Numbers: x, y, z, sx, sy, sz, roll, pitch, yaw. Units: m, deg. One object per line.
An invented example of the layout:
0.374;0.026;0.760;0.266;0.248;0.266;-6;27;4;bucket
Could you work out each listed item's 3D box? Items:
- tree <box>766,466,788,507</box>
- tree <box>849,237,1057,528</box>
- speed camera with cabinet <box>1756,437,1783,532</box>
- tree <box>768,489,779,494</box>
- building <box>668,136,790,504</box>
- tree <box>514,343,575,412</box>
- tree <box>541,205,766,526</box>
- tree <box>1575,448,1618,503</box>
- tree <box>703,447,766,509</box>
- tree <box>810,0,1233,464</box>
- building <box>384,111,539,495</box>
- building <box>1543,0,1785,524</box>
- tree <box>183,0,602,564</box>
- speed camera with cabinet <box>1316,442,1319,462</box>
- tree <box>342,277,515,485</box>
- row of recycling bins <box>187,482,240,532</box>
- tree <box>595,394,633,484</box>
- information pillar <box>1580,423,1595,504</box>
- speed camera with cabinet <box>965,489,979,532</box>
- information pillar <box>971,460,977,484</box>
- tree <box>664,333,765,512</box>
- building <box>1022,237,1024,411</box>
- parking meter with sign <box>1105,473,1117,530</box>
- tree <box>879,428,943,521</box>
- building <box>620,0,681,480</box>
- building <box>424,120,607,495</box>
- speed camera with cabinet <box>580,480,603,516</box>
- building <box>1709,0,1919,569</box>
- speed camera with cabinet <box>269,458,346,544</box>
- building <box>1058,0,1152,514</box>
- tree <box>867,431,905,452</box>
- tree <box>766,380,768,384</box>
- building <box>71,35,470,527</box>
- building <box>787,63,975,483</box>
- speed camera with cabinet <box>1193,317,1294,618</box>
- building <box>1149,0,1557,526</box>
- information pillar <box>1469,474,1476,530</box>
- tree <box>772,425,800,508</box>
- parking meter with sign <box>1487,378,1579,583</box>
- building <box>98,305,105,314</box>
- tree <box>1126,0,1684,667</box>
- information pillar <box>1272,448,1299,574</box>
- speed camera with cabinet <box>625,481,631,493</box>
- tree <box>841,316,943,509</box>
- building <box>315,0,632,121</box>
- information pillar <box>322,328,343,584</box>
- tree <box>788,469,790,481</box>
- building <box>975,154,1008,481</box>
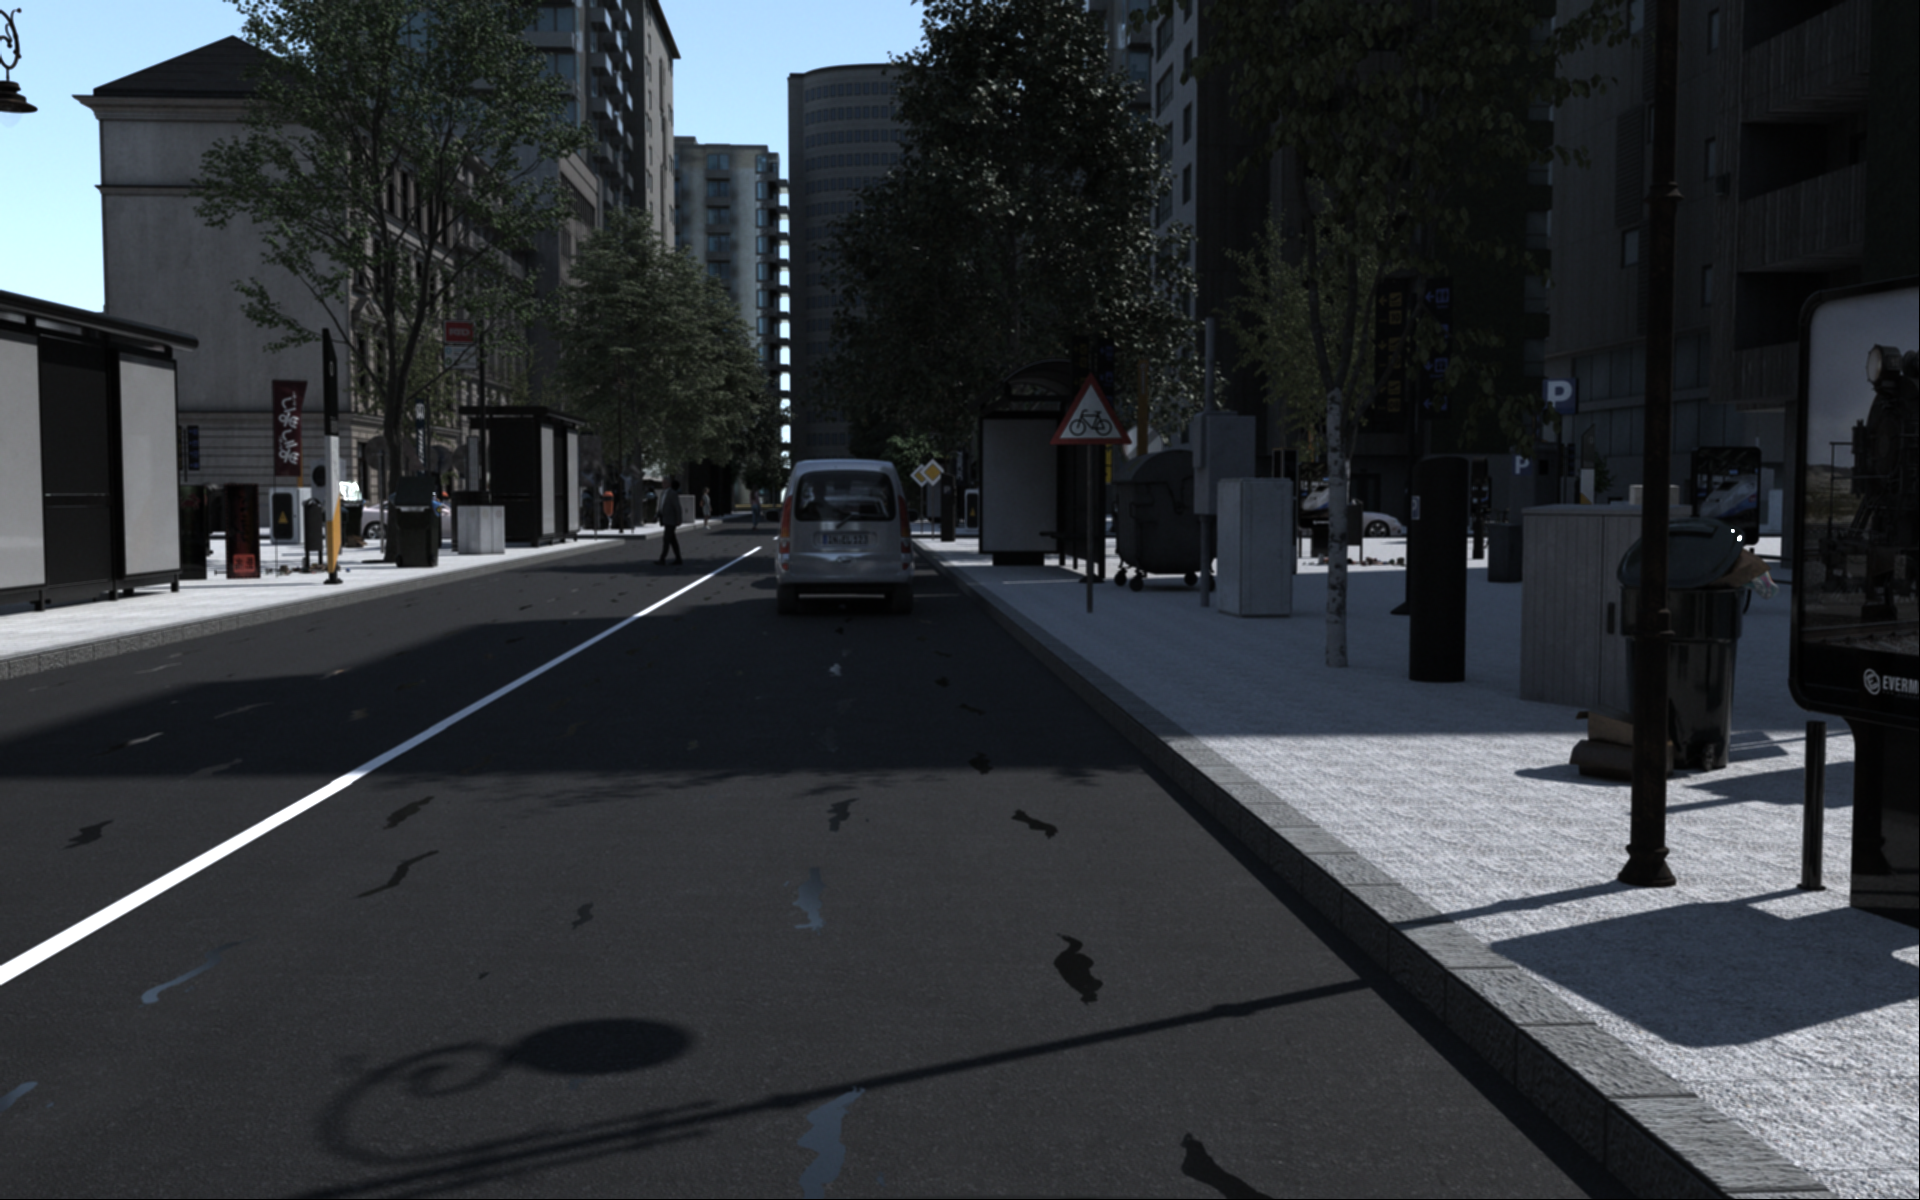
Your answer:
-17.971;-10.309;152.262;4.285;4.588;4.351;0;3;0;tree
-0.159;-8.612;66.569;9.928;11.665;9.643;0;3;0;tree
27.916;-3.975;59.333;0.660;3.252;2.038;-1;4;-15;speed camera with cabinet
-19.426;-11.335;179.927;1.663;3.219;1.824;0;3;0;tree
-38.363;-37.599;234.351;30.456;49.044;23.786;0;4;-3;building
-20.775;-8.133;83.333;4.737;8.622;4.395;0;3;0;tree
-13.246;-9.229;69.028;7.486;12.596;7.792;0;3;0;tree
26.432;-4.716;71.705;1.663;3.219;1.824;0;3;0;tree
-15.748;-7.868;112.350;4.285;4.588;4.351;0;3;0;tree
1.118;-7.366;37.440;9.611;12.733;9.660;0;3;0;tree
-32.617;-15.663;97.887;13.314;21.916;24.055;0;4;-3;building
44.572;-30.213;83.228;27.495;52.752;28.713;0;4;-3;building
-10.437;-6.494;31.934;9.928;11.665;9.643;0;3;0;tree
12.097;-3.918;58.401;0.660;3.252;2.038;1;4;22;speed camera with cabinet
-18.070;-6.542;57.324;4.737;8.622;4.395;0;3;0;tree
-26.059;-3.178;59.068;3.534;1.692;1.069;0;4;4;row of recycling bins
-22.483;-9.927;112.674;4.360;8.622;3.978;0;3;0;tree
20.786;-4.036;57.338;0.504;3.616;0.183;-1;4;-17;information pillar
0.985;-3.931;58.613;0.660;3.252;2.038;-3;4;-37;speed camera with cabinet
0.920;-7.769;118.371;0.504;3.616;0.183;0;4;1;information pillar
-16.244;-12.566;122.455;9.611;12.733;9.660;0;3;0;tree
14.700;-52.226;166.563;22.319;86.520;31.000;0;4;-3;building
5.967;-4.016;61.920;1.738;3.016;0.543;-1;4;-16;parking meter with sign
-2.288;-6.098;83.411;4.285;4.588;4.351;0;3;0;tree
-43.919;-36.084;179.218;27.495;52.752;28.713;0;4;-3;building
-32.070;-18.459;119.825;12.078;24.808;19.932;0;4;-3;building
-23.520;-7.023;109.169;2.038;3.252;0.660;1;4;23;speed camera with cabinet
19.674;-15.578;26.404;14.160;30.474;14.107;0;4;-3;building
-16.670;-3.051;44.220;2.038;3.252;0.660;1;4;22;speed camera with cabinet
18.617;-30.422;117.003;23.786;49.044;30.456;0;4;-3;building
-6.087;-12.340;152.124;4.360;8.622;3.978;0;3;0;tree
-12.910;-10.139;83.900;7.486;12.596;7.792;0;3;0;tree
-28.727;-12.895;75.453;10.561;19.102;19.286;0;4;-3;building
-8.972;-42.395;235.158;28.212;58.520;21.231;0;4;-3;building
3.065;-1.499;18.841;0.660;3.252;2.038;0;4;-6;speed camera with cabinet
16.248;-18.563;75.206;14.107;30.474;14.160;0;4;-3;building
18.473;-3.523;62.090;0.304;2.012;0.304;0;4;-2;information pillar
-17.391;-13.050;163.735;4.737;8.622;4.395;0;3;0;tree
8.445;-1.795;25.603;1.738;3.016;0.543;-3;5;-43;parking meter with sign
-72.815;-20.419;178.894;28.899;21.520;27.650;0;4;-3;building
2.875;-3.795;12.408;4.737;8.622;4.395;0;3;0;tree
5.197;-1.420;27.707;0.304;2.012;0.304;-1;4;-21;information pillar
-19.517;-6.725;104.297;0.660;3.252;2.038;1;4;14;speed camera with cabinet
-3.451;-12.332;108.287;9.857;13.997;8.962;0;3;0;tree
-39.433;-32.088;144.247;23.786;49.044;30.456;0;4;-3;building
-8.967;-2.041;24.726;0.183;3.616;0.504;0;4;-7;information pillar
-18.161;-11.424;170.494;4.285;4.588;4.351;0;3;0;tree
8.537;-30.980;190.113;14.154;41.232;14.086;0;4;-3;building
